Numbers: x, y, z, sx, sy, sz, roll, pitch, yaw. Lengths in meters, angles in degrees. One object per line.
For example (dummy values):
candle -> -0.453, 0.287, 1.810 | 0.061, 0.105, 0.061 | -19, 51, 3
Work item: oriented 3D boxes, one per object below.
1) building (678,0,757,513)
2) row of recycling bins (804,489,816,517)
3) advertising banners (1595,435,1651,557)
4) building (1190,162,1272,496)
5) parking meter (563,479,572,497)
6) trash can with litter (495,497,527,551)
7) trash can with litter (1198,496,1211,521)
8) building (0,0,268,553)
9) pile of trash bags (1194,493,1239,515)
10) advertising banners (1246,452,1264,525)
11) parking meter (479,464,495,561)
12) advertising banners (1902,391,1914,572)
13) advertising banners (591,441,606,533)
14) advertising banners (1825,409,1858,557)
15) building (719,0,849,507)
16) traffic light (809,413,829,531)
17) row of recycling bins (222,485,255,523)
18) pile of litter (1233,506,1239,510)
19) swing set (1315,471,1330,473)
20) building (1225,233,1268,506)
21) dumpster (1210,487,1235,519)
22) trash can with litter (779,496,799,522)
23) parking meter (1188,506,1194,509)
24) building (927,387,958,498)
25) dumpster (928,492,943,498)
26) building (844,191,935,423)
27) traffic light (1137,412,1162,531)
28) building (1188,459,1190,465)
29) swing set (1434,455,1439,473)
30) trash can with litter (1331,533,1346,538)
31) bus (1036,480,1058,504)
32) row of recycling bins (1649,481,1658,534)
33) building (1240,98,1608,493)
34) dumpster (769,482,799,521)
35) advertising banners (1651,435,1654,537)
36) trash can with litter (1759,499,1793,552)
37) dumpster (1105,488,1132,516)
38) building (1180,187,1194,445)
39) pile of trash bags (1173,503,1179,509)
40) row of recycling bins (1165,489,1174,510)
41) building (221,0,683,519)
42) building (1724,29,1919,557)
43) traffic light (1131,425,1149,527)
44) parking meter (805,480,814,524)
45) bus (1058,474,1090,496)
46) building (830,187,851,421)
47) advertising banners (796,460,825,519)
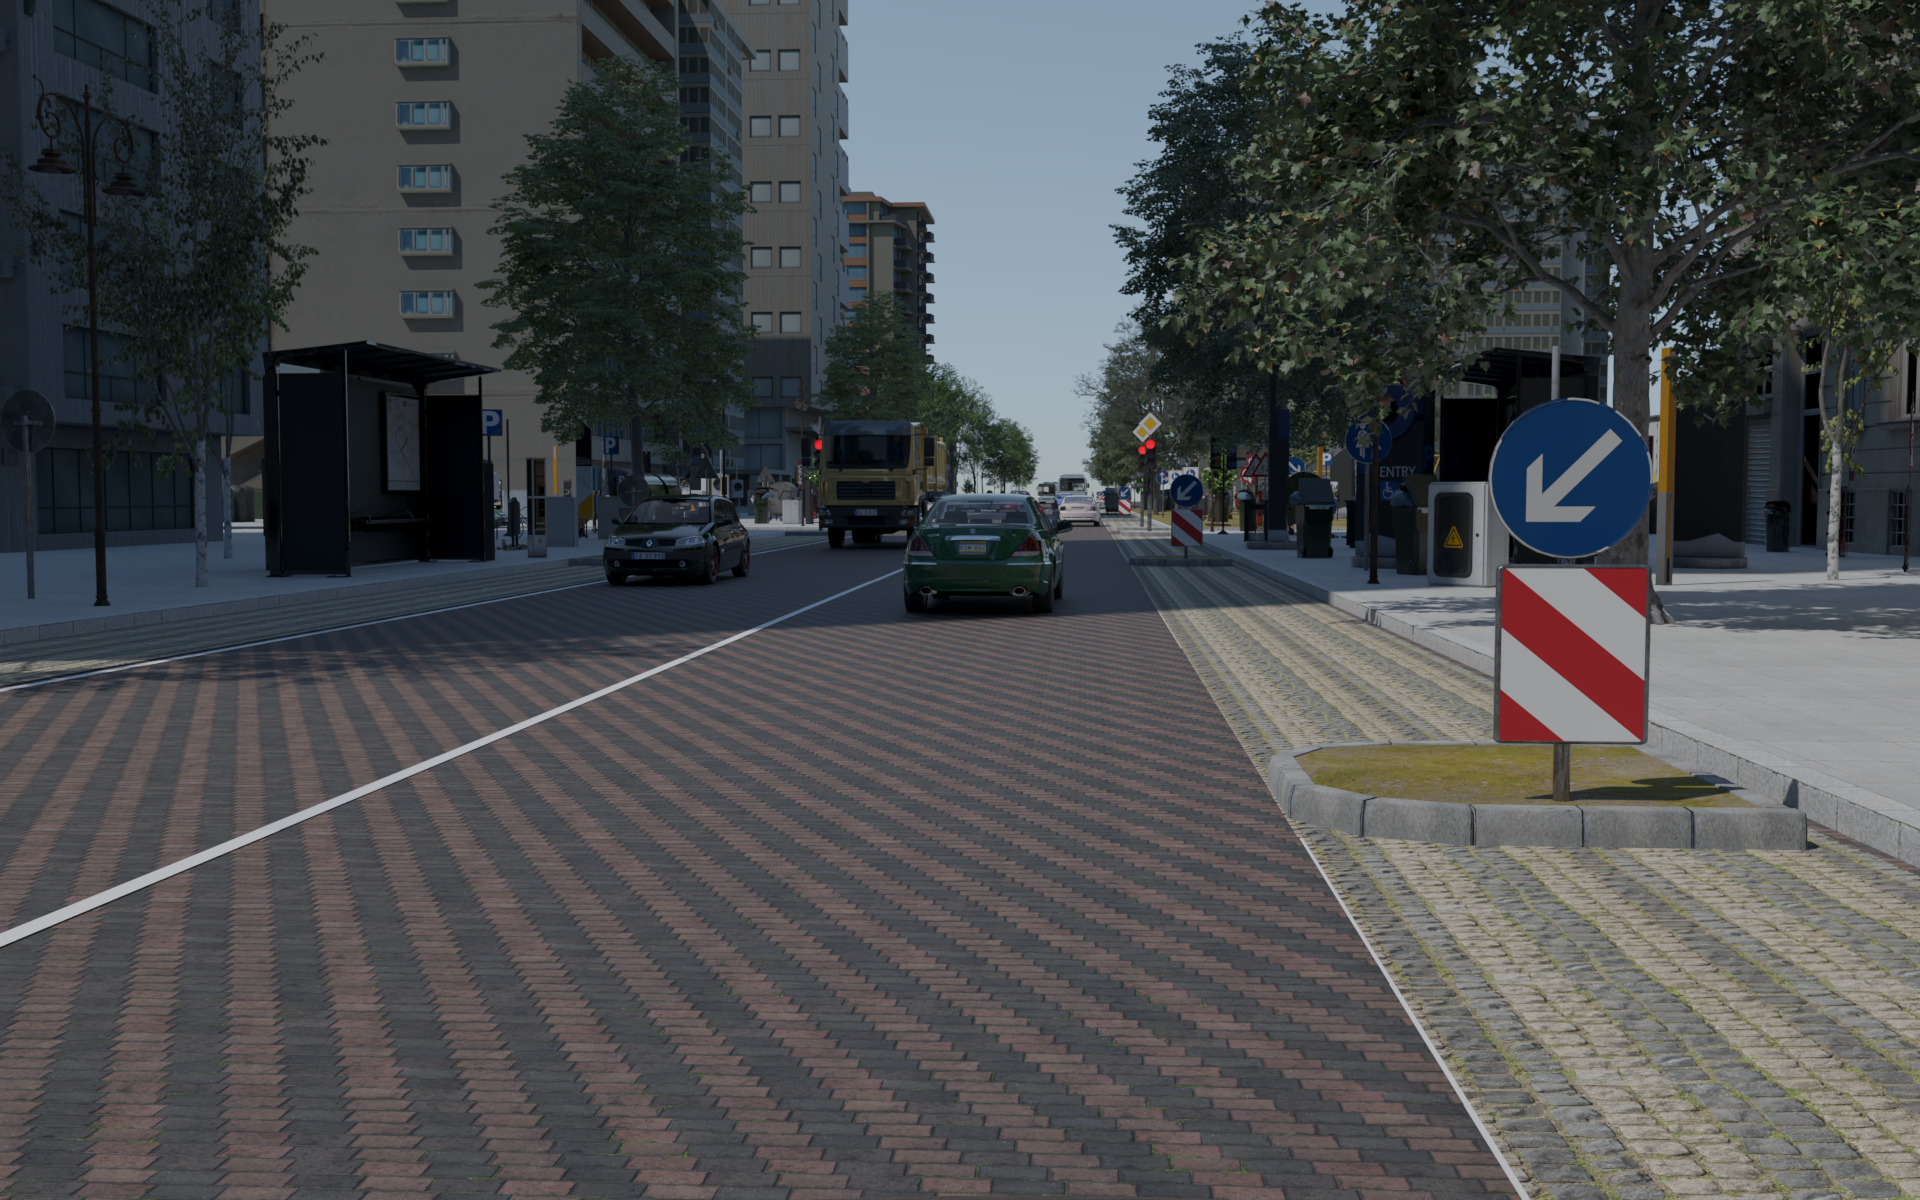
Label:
building -> -28.943, -26.489, 124.983 | 32.217, 40.220, 23.993 | 0, 4, 4
row of recycling bins -> -7.189, -5.557, 97.975 | 3.534, 1.692, 1.069 | 1, 4, 11
advertising banners -> 12.976, -2.406, 35.519 | 2.074, 3.025, 0.090 | 1, 4, 19
building -> 44.219, -38.101, 246.660 | 21.300, 48.544, 21.600 | 0, 4, 4
parking meter -> -15.549, -3.850, 68.663 | 0.255, 1.863, 0.399 | 0, 4, -1
trash can with litter -> -10.456, -1.769, 39.986 | 1.678, 1.210, 2.233 | 0, 4, -5
trash can with litter -> 12.954, -5.062, 93.819 | 1.678, 1.210, 2.233 | -1, 4, -20
building -> -26.305, -16.635, 43.681 | 14.107, 30.474, 14.160 | 0, 4, 4
pile of trash bags -> 15.804, -5.931, 106.726 | 3.447, 1.369, 1.912 | 0, 4, -6
advertising banners -> 12.386, -4.614, 71.624 | 0.090, 3.025, 2.074 | -1, 4, -23
parking meter -> -9.183, -1.696, 33.440 | 0.255, 1.863, 0.399 | -3, 5, -41
advertising banners -> 15.964, -2.014, 29.122 | 0.090, 3.025, 2.074 | 2, 4, 30
advertising banners -> -11.832, -3.703, 56.732 | 0.090, 3.025, 2.074 | -2, 4, -24
advertising banners -> 17.977, -2.390, 35.261 | 0.090, 3.025, 2.074 | 3, 5, 40
building -> -24.897, -34.796, 158.155 | 28.713, 52.752, 27.495 | 0, 4, 4
traffic light -> -4.833, -4.363, 60.258 | 0.839, 4.253, 0.868 | 0, 4, 4
row of recycling bins -> -33.244, -4.383, 78.768 | 1.069, 1.692, 3.534 | 1, 4, 10
pile of litter -> 21.845, -7.527, 137.034 | 1.176, 0.858, 1.719 | 0, 4, 8
swing set -> 24.904, -7.316, 117.228 | 2.862, 2.851, 3.119 | -2, 4, -35
building -> 37.341, -26.120, 198.757 | 14.160, 30.474, 14.107 | 0, 4, 4
dumpster -> 13.348, -5.055, 88.410 | 1.264, 1.857, 1.865 | 0, 4, 4
trash can with litter -> -7.874, -4.180, 79.733 | 1.055, 1.170, 0.624 | 2, 4, 32
parking meter -> 12.829, -5.373, 96.254 | 0.372, 1.533, 0.369 | 0, 3, 0
building -> -15.134, -26.766, 282.660 | 27.650, 21.520, 28.899 | 0, 4, 4
dumpster -> -1.784, -7.866, 134.362 | 1.264, 1.857, 1.865 | 0, 4, 4
building -> -15.274, -36.601, 253.056 | 22.147, 44.769, 28.867 | 0, 4, 4
traffic light -> 6.499, -4.314, 59.454 | 0.839, 4.253, 0.868 | 0, 4, 4
building -> 42.430, -37.596, 264.801 | 14.600, 45.320, 14.200 | 0, 4, 4
swing set -> 18.236, -4.350, 68.737 | 3.119, 2.851, 2.862 | -2, 4, -34
trash can with litter -> 11.371, -2.409, 50.447 | 2.233, 1.210, 1.678 | -1, 4, -23
bus -> 13.018, -15.867, 254.281 | 2.948, 3.499, 13.247 | 0, 4, 6
row of recycling bins -> 21.252, -3.000, 56.166 | 3.534, 1.692, 1.069 | 1, 4, 22
building -> 43.318, -28.830, 163.258 | 32.217, 40.220, 23.993 | 0, 4, 4
dumpster -> -8.494, -4.725, 83.007 | 1.264, 1.857, 1.865 | 0, 4, 4
advertising banners -> 21.121, -3.379, 51.427 | 2.074, 3.025, 0.090 | 1, 4, 18
trash can with litter -> 18.157, -1.659, 38.513 | 0.624, 1.170, 1.055 | 2, 4, 31
dumpster -> 10.485, -6.516, 114.760 | 1.865, 1.857, 1.264 | 0, 4, 5
building -> 50.896, -42.565, 285.169 | 28.713, 52.752, 27.495 | 0, 4, 4
pile of trash bags -> 18.197, -7.594, 133.921 | 3.447, 1.369, 1.912 | -2, 4, -31
row of recycling bins -> 16.618, -8.005, 138.002 | 1.069, 1.692, 3.534 | 1, 4, 9
building -> -28.169, -28.755, 93.853 | 21.300, 48.544, 21.600 | 0, 4, 4
building -> 26.482, -12.090, 30.963 | 16.112, 22.955, 30.059 | 0, 4, 4
traffic light -> 7.078, -4.801, 67.418 | 0.839, 4.253, 0.868 | 0, 4, 4
parking meter -> -6.382, -4.145, 73.487 | 0.255, 1.863, 0.399 | 1, 4, 17
bus -> 10.752, -10.354, 164.152 | 2.948, 3.499, 13.247 | 0, 4, 5
building -> -25.415, -30.209, 185.800 | 32.217, 40.220, 23.993 | 0, 4, 4
advertising banners -> -7.544, -5.675, 88.966 | 2.074, 3.025, 0.090 | -3, 4, -36
